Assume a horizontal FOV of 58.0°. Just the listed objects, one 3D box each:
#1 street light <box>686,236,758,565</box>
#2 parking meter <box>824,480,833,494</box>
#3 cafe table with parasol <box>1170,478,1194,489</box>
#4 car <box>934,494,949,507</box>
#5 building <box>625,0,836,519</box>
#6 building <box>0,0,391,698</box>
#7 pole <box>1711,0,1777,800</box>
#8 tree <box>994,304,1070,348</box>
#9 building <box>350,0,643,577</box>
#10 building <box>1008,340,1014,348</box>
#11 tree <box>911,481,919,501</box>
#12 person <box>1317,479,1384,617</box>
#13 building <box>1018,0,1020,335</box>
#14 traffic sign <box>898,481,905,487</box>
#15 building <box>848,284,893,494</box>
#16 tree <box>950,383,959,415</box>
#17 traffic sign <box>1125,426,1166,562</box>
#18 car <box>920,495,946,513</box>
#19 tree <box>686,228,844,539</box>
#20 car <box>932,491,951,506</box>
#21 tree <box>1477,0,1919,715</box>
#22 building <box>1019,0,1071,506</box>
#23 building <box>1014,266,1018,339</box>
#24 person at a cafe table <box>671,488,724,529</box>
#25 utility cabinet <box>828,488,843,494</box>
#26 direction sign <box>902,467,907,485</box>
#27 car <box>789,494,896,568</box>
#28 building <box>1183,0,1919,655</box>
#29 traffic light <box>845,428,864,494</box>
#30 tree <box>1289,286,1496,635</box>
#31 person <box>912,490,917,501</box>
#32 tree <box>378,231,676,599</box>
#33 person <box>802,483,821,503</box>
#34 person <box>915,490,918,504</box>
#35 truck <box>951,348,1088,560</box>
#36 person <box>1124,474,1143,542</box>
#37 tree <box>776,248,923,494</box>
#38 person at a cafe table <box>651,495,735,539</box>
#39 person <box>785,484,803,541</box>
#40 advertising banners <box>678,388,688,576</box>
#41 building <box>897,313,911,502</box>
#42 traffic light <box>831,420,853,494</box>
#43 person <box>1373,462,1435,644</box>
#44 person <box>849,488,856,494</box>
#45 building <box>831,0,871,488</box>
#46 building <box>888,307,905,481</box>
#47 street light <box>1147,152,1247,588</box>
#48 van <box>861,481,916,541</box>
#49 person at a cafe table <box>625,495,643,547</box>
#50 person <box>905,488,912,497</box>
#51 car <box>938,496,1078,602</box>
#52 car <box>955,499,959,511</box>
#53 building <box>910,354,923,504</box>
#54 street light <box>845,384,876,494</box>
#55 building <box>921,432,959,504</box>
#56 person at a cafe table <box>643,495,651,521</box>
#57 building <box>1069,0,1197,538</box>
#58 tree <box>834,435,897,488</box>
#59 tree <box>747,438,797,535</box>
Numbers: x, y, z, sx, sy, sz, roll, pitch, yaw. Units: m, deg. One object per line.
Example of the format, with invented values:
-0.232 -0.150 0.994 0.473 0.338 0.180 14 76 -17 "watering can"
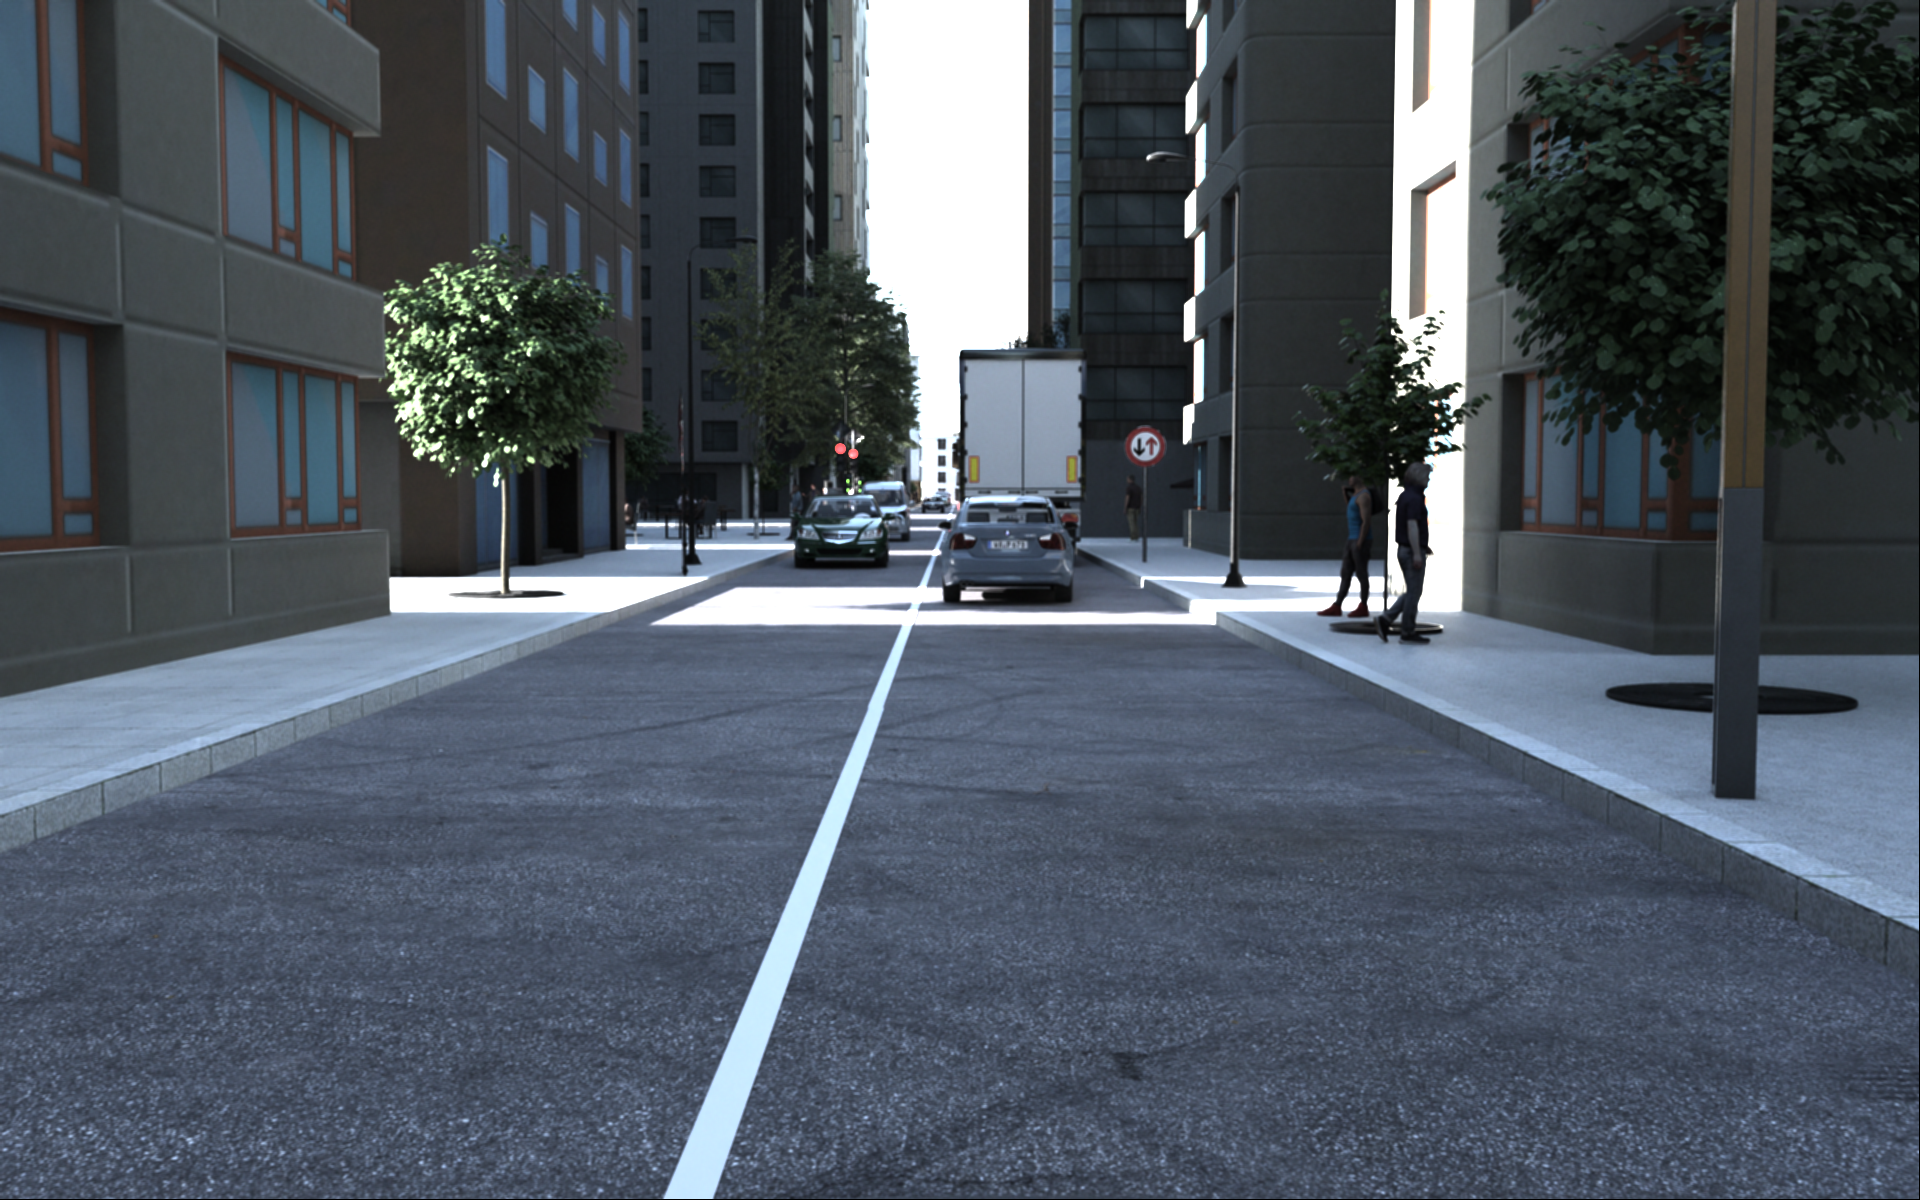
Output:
-4.338 -3.597 31.357 1.470 5.913 1.316 0 3 0 "street light"
-5.498 -4.084 72.478 0.255 1.863 0.399 -2 4 -27 "parking meter"
7.204 -2.664 48.428 2.610 1.966 2.610 2 4 24 "cafe table with parasol"
-2.244 -10.986 191.422 2.131 1.459 4.920 0 4 1 "car"
-14.230 -19.649 92.956 14.160 30.474 14.107 0 3 0 "building"
-19.852 -9.678 3.281 27.650 21.520 28.899 0 3 0 "building"
3.286 -0.821 7.263 0.158 3.312 0.155 0 3 0 "pole"
4.570 -9.193 84.716 7.601 10.594 8.767 1 4 9 "tree"
-14.289 -23.360 32.054 14.600 45.320 14.200 0 3 0 "building"
12.977 -20.368 189.430 16.016 20.091 11.380 0 3 0 "building"
-6.334 -14.144 225.860 1.663 3.219 1.824 0 3 0 "tree"
4.113 -0.626 18.148 0.662 1.594 0.647 -1 4 -12 "person"
11.380 -27.414 131.809 14.154 41.232 14.086 0 3 0 "building"
-4.653 -8.226 136.628 0.606 2.300 0.079 0 4 1 "traffic sign"
-13.979 -18.218 154.288 16.016 20.091 11.380 0 3 0 "building"
3.888 -9.904 96.336 7.601 10.594 8.767 3 5 40 "tree"
3.479 -1.985 32.555 0.768 2.556 0.104 0 4 7 "traffic sign"
-2.052 -7.302 131.966 1.945 1.354 3.894 0 4 -2 "car"
-5.545 -6.031 48.976 4.737 8.622 4.395 0 3 0 "tree"
-2.122 -12.076 206.113 2.281 1.827 5.304 0 4 1 "car"
4.841 -1.651 10.703 4.285 4.588 4.351 0 3 0 "tree"
10.896 -28.102 109.582 14.600 45.320 14.200 0 3 0 "building"
19.091 -19.720 166.390 27.936 21.610 32.646 0 3 0 "building"
-9.884 -3.389 63.922 1.622 1.524 1.698 3 5 42 "person at a cafe table"
-4.437 -3.256 61.910 0.318 1.500 1.173 0 4 7 "utility cabinet"
-4.627 -9.313 144.270 0.379 3.537 0.876 -2 4 -26 "direction sign"
-2.371 -1.437 35.298 2.131 1.459 4.920 0 4 -2 "car"
19.330 -11.164 27.564 27.650 21.520 28.899 0 3 0 "building"
-4.469 -5.157 73.244 0.839 4.253 0.868 0 3 0 "traffic light"
3.982 -1.326 16.281 1.663 3.219 1.824 0 3 0 "tree"
-4.915 -11.053 187.560 0.742 1.727 0.445 3 4 36 "person"
-5.811 -2.326 21.747 4.285 4.588 4.351 0 3 0 "tree"
-6.609 -4.308 77.017 0.617 1.759 0.750 3 5 43 "person"
-5.598 -13.140 221.332 0.568 1.767 0.683 -3 5 -40 "person"
1.204 -3.061 38.953 2.839 4.237 11.283 0 3 0 "truck"
4.592 -2.445 46.154 0.598 1.807 0.434 -2 4 -30 "person"
-5.190 -9.924 80.385 7.486 12.596 7.792 0 3 0 "tree"
-7.605 -2.380 49.779 1.698 1.238 1.726 -3 5 -41 "person at a cafe table"
-4.534 -2.412 47.696 0.429 1.552 0.499 2 4 24 "person"
-4.484 -1.947 28.025 0.090 3.025 2.074 -1 4 -10 "advertising banners"
-22.532 -22.381 209.896 32.646 21.610 27.936 0 3 0 "building"
-4.462 -4.669 65.259 0.839 4.253 0.868 0 3 0 "traffic light"
3.838 -0.406 14.885 0.471 1.553 0.569 3 4 37 "person"
-6.447 -5.994 104.976 0.436 1.711 0.756 -3 5 -40 "person"
-20.756 -33.214 132.282 28.713 52.752 27.495 0 3 0 "building"
-14.523 -18.953 176.332 16.747 18.905 31.486 0 3 0 "building"
3.245 -3.131 23.731 1.470 5.913 1.316 0 3 0 "street light"
-2.385 -2.861 53.793 2.013 2.044 4.112 0 4 -1 "van"
-8.638 -1.907 42.043 1.726 1.238 1.698 -1 4 -10 "person at a cafe table"
-5.406 -10.109 170.952 1.348 1.869 0.705 0 4 -4 "person"
0.670 -0.750 24.272 2.014 1.417 4.499 0 4 2 "car"
0.782 -6.412 113.872 2.155 1.783 4.494 0 4 -1 "car"
-10.940 -23.523 241.015 11.380 20.091 16.016 0 3 0 "building"
-4.277 -6.173 73.464 1.470 5.913 1.316 0 3 0 "street light"
8.788 -18.081 237.763 28.070 9.664 9.099 0 3 0 "building"
-14.557 -4.323 81.547 1.726 1.238 1.698 -3 5 -43 "person at a cafe table"
10.524 -17.433 56.731 14.160 30.474 14.107 0 3 0 "building"
-5.090 -6.725 93.672 4.285 4.588 4.351 0 3 0 "tree"
-6.179 -3.633 53.999 1.663 3.219 1.824 0 3 0 "tree"
